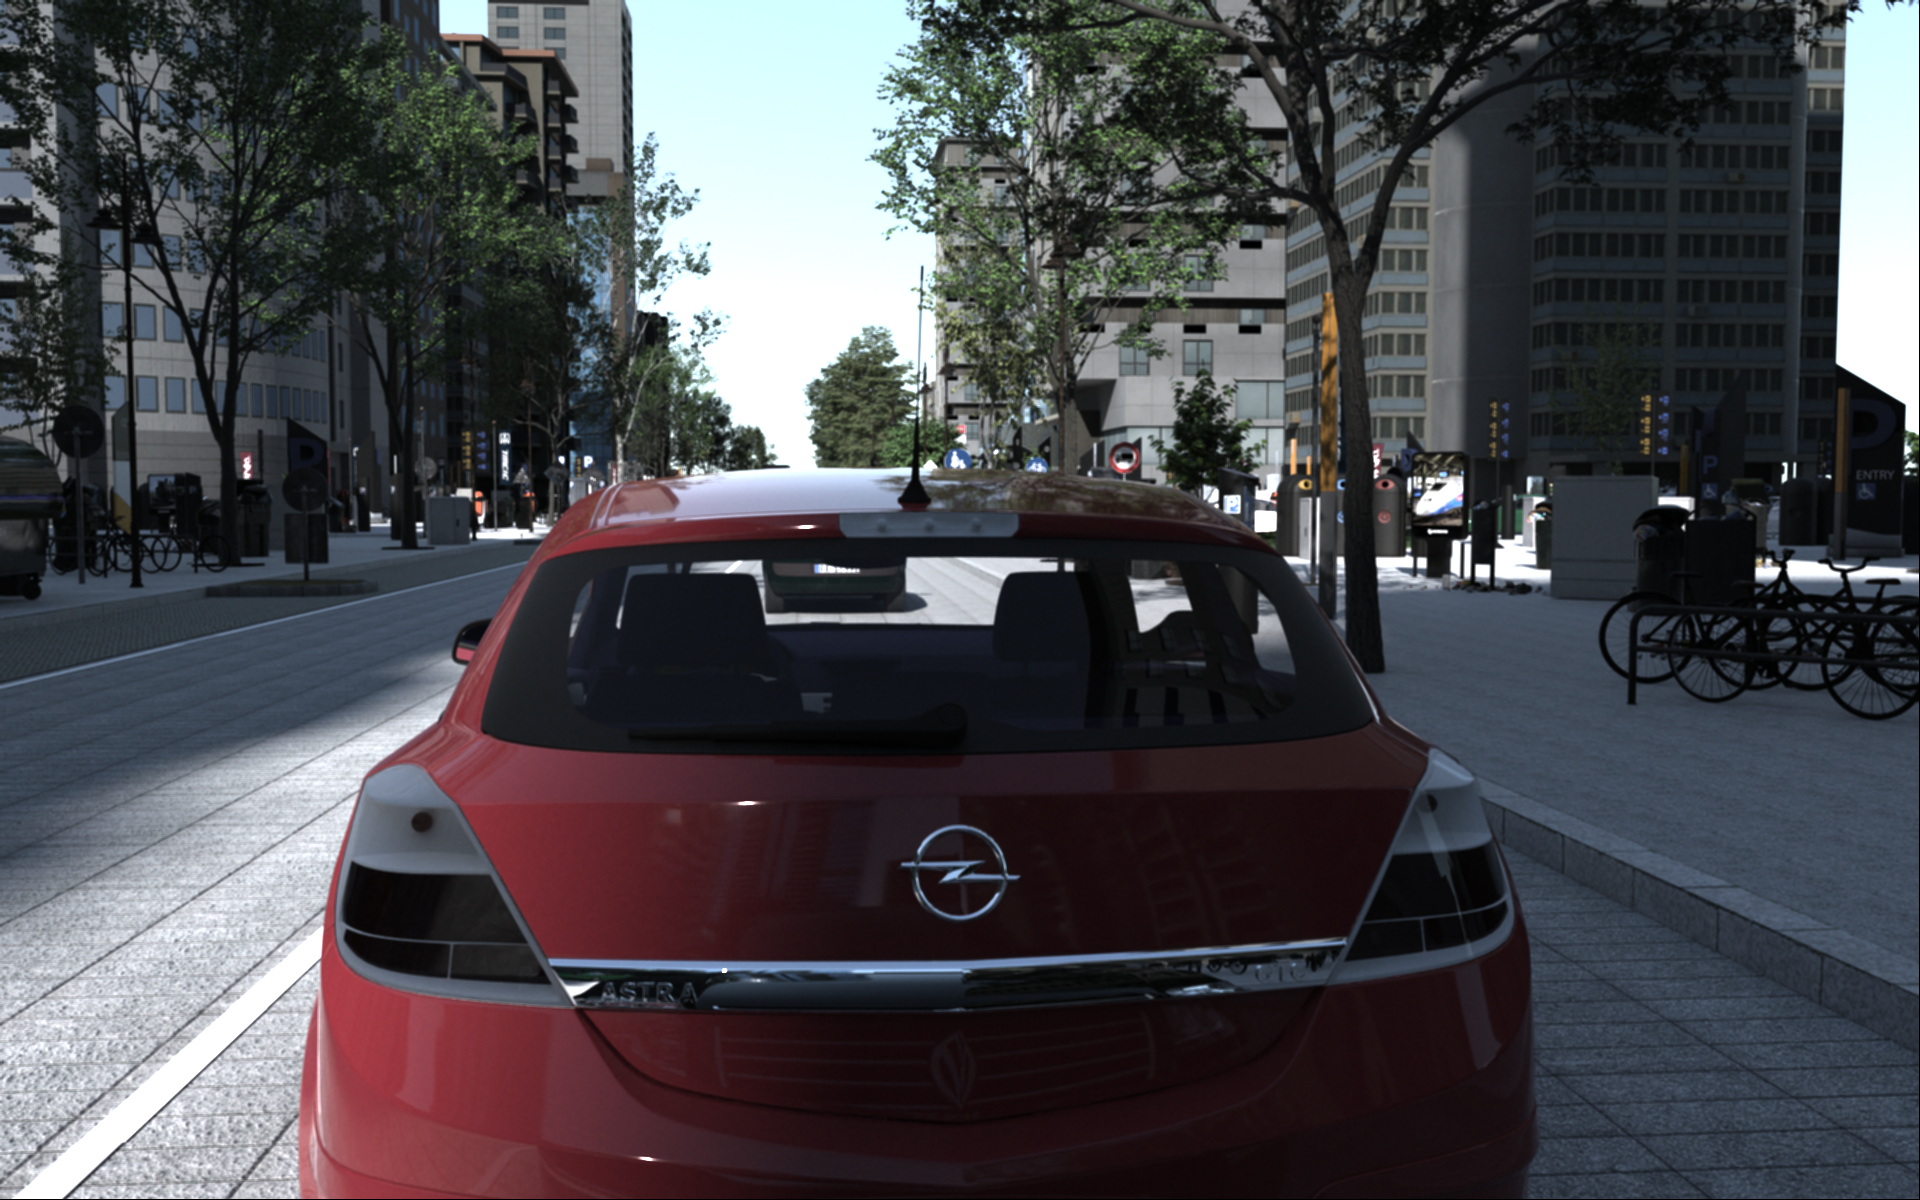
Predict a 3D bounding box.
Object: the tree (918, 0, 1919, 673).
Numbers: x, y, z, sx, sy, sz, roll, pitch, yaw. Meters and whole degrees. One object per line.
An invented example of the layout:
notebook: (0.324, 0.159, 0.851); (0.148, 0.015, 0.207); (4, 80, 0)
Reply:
tree: (3.011, -4.778, 12.535); (8.767, 10.594, 7.601); (1, 4, 10)

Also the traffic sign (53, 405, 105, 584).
traffic sign: (-12.570, -1.505, 24.719); (0.768, 2.556, 0.104); (0, 4, 3)

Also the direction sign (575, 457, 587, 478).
direction sign: (-23.026, -6.958, 105.759); (0.876, 3.537, 0.379); (-1, 4, -16)

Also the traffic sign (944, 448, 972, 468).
traffic sign: (-0.054, -2.929, 47.994); (0.768, 2.556, 0.104); (0, 4, -4)

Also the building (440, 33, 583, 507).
building: (-49.000, -31.402, 168.049); (22.147, 44.769, 28.867); (0, 4, -5)

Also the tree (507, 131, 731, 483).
tree: (-18.251, -14.457, 92.265); (12.611, 20.169, 13.585); (0, 3, 0)

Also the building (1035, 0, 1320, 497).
building: (20.171, -32.546, 121.371); (28.713, 52.752, 27.495); (0, 4, -5)

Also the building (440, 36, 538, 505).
building: (-52.220, -27.496, 141.443); (32.217, 40.220, 23.993); (0, 4, -5)

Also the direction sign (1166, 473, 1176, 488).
direction sign: (12.652, -6.720, 101.876); (0.379, 3.537, 0.876); (-3, 4, -36)

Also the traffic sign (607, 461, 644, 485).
traffic sign: (-20.538, -6.883, 106.413); (2.265, 3.308, 0.079); (0, 4, 5)

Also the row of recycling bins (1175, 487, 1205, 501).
row of recycling bins: (9.262, -3.828, 69.695); (1.069, 1.692, 3.534); (0, 4, -2)

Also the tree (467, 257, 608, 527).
tree: (-15.792, -8.158, 67.800); (7.601, 10.594, 8.767); (0, 4, 5)

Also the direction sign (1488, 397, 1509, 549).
direction sign: (12.670, -2.985, 40.804); (0.876, 3.537, 0.379); (-3, 5, -43)

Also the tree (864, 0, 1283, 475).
tree: (1.934, -6.520, 32.360); (9.928, 11.665, 9.643); (0, 3, 0)

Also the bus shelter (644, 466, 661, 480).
bus shelter: (-23.021, -8.171, 127.516); (2.014, 3.302, 5.546); (0, 4, -5)

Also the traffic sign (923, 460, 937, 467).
traffic sign: (-0.872, -2.882, 50.761); (0.795, 2.450, 0.064); (0, 4, -5)

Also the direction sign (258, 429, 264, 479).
direction sign: (-24.584, -4.218, 60.959); (0.379, 3.537, 0.876); (-1, 4, -14)

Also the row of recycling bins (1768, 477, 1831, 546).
row of recycling bins: (22.079, -2.246, 43.831); (3.534, 1.692, 1.069); (-2, 4, -31)

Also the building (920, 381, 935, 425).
building: (8.199, -26.605, 280.035); (27.650, 21.520, 28.899); (0, 4, -5)

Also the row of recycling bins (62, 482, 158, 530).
row of recycling bins: (-30.469, -3.350, 61.892); (3.534, 1.692, 1.069); (-1, 4, -20)

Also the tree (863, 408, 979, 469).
tree: (-1.261, -5.028, 65.915); (4.285, 4.588, 4.351); (0, 3, 0)

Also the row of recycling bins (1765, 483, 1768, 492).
row of recycling bins: (29.857, -3.449, 63.503); (3.534, 1.692, 1.069); (0, 4, -1)

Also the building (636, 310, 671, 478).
building: (-52.887, -30.488, 270.172); (14.160, 30.474, 14.107); (0, 4, -5)

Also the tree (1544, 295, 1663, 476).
tree: (23.745, -6.912, 63.376); (4.737, 8.622, 4.395); (0, 3, 0)

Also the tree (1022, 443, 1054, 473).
tree: (2.732, -4.380, 66.222); (1.663, 3.219, 1.824); (0, 3, 0)

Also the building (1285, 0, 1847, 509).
building: (31.086, -24.345, 89.930); (23.993, 40.220, 32.217); (0, 4, -5)

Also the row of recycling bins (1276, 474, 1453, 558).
row of recycling bins: (8.271, -1.738, 35.528); (3.534, 1.692, 1.069); (1, 4, 12)

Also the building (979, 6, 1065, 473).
building: (14.567, -53.079, 180.517); (22.319, 86.520, 31.000); (0, 4, -5)

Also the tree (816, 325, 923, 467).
tree: (-6.042, -12.133, 116.495); (7.486, 12.596, 7.792); (0, 3, 0)

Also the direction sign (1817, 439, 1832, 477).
direction sign: (35.805, -4.880, 71.783); (0.876, 3.537, 0.379); (-2, 4, -30)

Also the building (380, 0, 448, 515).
building: (-41.761, -28.197, 111.131); (14.600, 45.320, 14.200); (0, 4, -5)

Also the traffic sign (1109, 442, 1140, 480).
traffic sign: (4.032, -2.596, 42.549); (0.768, 2.556, 0.104); (0, 4, -1)

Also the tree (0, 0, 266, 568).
tree: (-13.056, -6.392, 30.257); (9.928, 11.665, 9.643); (0, 3, 0)

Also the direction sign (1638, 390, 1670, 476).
direction sign: (15.165, -2.809, 37.918); (0.876, 3.537, 0.379); (-2, 4, -26)

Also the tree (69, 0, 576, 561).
tree: (-12.930, -6.975, 39.794); (9.928, 11.665, 9.643); (0, 3, 0)

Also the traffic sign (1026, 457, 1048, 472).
traffic sign: (2.634, -3.626, 59.384); (0.768, 2.556, 0.104); (0, 3, 0)

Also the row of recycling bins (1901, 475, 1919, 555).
row of recycling bins: (20.593, -1.902, 38.215); (1.069, 1.692, 3.534); (1, 4, 14)

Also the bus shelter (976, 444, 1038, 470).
bus shelter: (1.919, -4.798, 72.364); (2.014, 3.302, 5.546); (0, 4, -5)

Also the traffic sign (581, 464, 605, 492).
traffic sign: (-12.253, -3.315, 57.837); (0.795, 2.450, 0.064); (0, 4, -5)

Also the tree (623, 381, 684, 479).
tree: (-19.733, -9.784, 110.324); (4.360, 8.622, 3.978); (0, 3, 0)

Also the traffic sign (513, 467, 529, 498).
traffic sign: (-21.017, -5.083, 83.119); (0.884, 2.594, 0.081); (0, 4, 0)

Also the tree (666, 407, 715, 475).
tree: (-21.809, -11.509, 138.532); (4.737, 8.622, 4.395); (0, 3, 0)

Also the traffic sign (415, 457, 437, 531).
traffic sign: (-18.344, -3.630, 59.451); (0.768, 2.556, 0.104); (0, 4, 4)

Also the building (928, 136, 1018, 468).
building: (10.635, -40.458, 250.726); (28.713, 52.752, 27.495); (0, 4, -5)

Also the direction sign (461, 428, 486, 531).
direction sign: (-16.846, -4.164, 60.072); (0.876, 3.537, 0.379); (-3, 4, -37)

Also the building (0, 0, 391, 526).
building: (-41.527, -32.997, 81.493); (21.231, 58.520, 28.212); (0, 4, -5)

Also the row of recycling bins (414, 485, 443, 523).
row of recycling bins: (-24.208, -4.375, 78.637); (3.534, 1.692, 1.069); (3, 5, 42)

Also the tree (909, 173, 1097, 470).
tree: (0.956, -5.533, 40.819); (4.737, 8.622, 4.395); (0, 3, 0)

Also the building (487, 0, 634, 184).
building: (-55.669, -49.706, 250.949); (20.563, 71.187, 20.611); (0, 4, -5)

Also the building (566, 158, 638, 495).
building: (-51.458, -35.731, 234.311); (14.600, 45.320, 14.200); (0, 4, -5)

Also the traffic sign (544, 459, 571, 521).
traffic sign: (-11.580, -2.828, 49.880); (0.795, 2.450, 0.064); (0, 4, -5)

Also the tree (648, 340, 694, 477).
tree: (-20.053, -11.750, 117.872); (9.928, 11.665, 9.643); (0, 3, 0)

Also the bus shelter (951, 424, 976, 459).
bus shelter: (-0.506, -7.299, 96.976); (2.179, 5.291, 8.768); (0, 4, -5)
